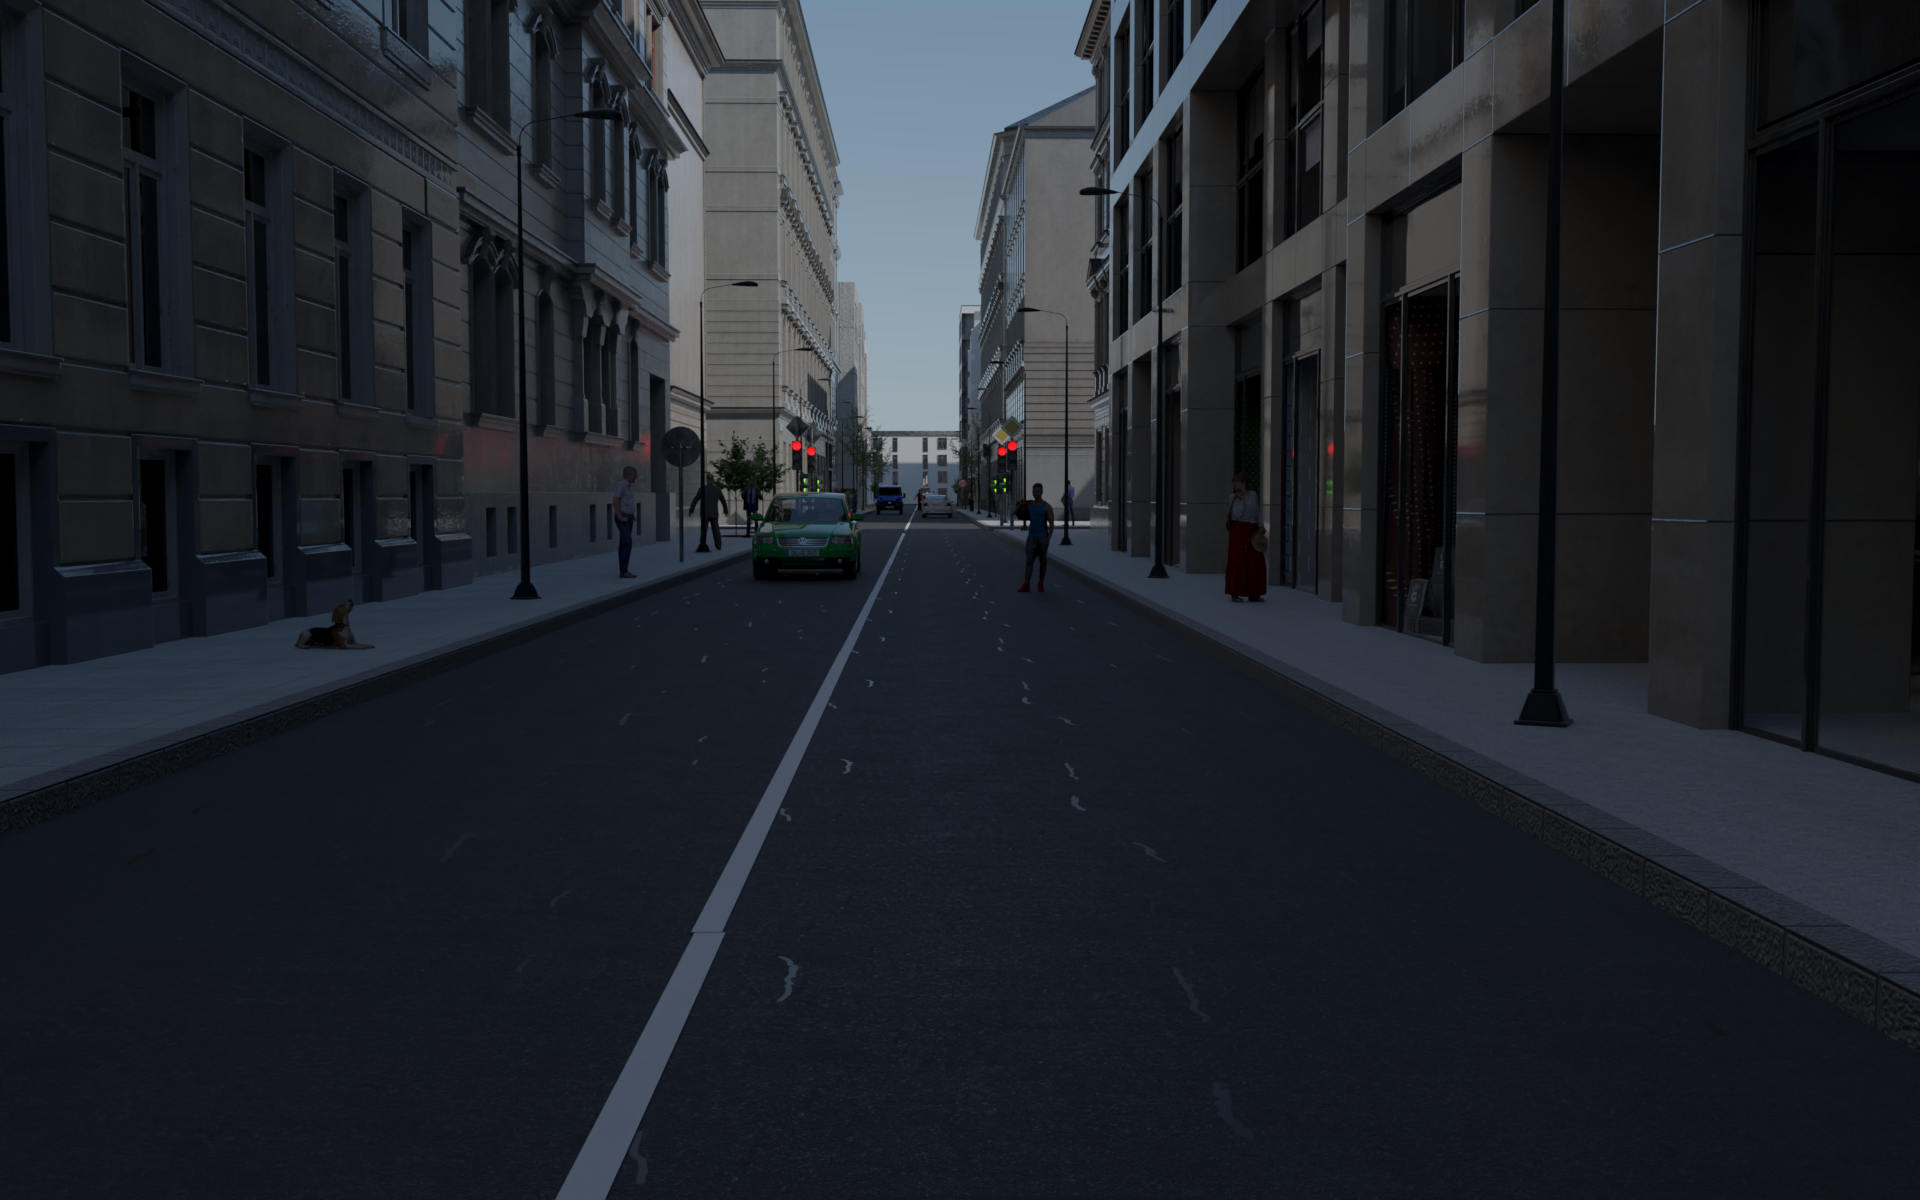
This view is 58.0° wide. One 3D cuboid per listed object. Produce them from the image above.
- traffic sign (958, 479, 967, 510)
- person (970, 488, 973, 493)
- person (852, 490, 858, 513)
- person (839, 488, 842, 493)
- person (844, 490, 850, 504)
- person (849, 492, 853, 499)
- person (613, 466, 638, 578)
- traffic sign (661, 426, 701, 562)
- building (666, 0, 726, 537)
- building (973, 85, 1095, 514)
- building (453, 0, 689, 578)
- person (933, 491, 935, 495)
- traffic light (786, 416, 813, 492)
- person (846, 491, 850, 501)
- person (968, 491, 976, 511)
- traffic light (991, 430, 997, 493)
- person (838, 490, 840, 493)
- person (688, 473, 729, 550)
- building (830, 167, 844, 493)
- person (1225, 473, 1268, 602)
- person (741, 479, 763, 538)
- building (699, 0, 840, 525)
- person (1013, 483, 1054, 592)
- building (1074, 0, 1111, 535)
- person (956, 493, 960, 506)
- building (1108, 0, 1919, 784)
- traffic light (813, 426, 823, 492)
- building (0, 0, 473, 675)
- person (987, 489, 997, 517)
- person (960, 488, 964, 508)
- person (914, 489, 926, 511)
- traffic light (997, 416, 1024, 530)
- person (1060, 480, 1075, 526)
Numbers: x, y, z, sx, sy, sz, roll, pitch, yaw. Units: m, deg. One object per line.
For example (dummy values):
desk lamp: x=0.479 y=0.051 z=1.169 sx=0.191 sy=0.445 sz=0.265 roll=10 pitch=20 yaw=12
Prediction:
traffic sign: x=0.205 y=-8.753 z=143.213 sx=0.768 sy=2.556 sz=0.104 roll=0 pitch=4 yaw=3
person: x=0.945 y=-8.612 z=146.875 sx=0.705 sy=1.821 sz=1.348 roll=1 pitch=4 yaw=11
person: x=-6.950 y=-6.474 z=114.107 sx=0.499 sy=1.552 sz=0.429 roll=-3 pitch=4 yaw=-37
person: x=-9.778 y=-8.192 z=140.532 sx=0.990 sy=1.755 sz=0.434 roll=3 pitch=4 yaw=36
person: x=-8.984 y=-7.960 z=137.648 sx=0.566 sy=1.644 sz=0.517 roll=-1 pitch=4 yaw=-18
person: x=-8.630 y=-7.987 z=139.815 sx=0.628 sy=1.438 sz=0.799 roll=0 pitch=4 yaw=1
person: x=-5.100 y=-1.204 z=26.669 sx=0.436 sy=1.711 sz=0.756 roll=1 pitch=4 yaw=15
traffic sign: x=-5.252 y=-1.987 z=32.602 sx=0.768 sy=2.556 sz=0.104 roll=0 pitch=4 yaw=5
building: x=-17.633 y=-11.641 z=54.957 sx=19.286 sy=19.102 sz=10.561 roll=0 pitch=4 yaw=-1
building: x=10.072 y=-21.133 z=121.940 sx=17.030 sy=29.872 sz=44.131 roll=0 pitch=4 yaw=-1
building: x=-13.860 y=-15.204 z=35.981 sx=14.401 sy=28.519 sz=23.554 roll=0 pitch=4 yaw=-1
person: x=-3.325 y=-12.936 z=219.993 sx=0.705 sy=1.826 sz=1.348 roll=-3 pitch=4 yaw=-36
traffic light: x=-5.732 y=-4.404 z=61.246 sx=0.839 sy=4.213 sz=0.868 roll=0 pitch=4 yaw=-1
person: x=-9.349 y=-8.223 z=142.695 sx=0.471 sy=1.553 sz=0.569 roll=3 pitch=5 yaw=41
person: x=0.938 y=-7.619 z=132.825 sx=0.614 sy=1.554 sz=0.590 roll=0 pitch=4 yaw=-3
traffic light: x=1.658 y=-4.903 z=69.405 sx=0.839 sy=4.213 sz=0.868 roll=0 pitch=4 yaw=-1
person: x=-8.069 y=-6.535 z=115.166 sx=0.482 sy=1.546 sz=0.388 roll=0 pitch=4 yaw=-4
person: x=-5.781 y=-2.028 z=39.760 sx=0.990 sy=1.755 sz=0.434 roll=-2 pitch=4 yaw=-25
building: x=-15.400 y=-20.688 z=124.157 sx=13.634 sy=28.700 sz=20.117 roll=0 pitch=4 yaw=-1
person: x=3.385 y=-0.735 z=20.533 sx=0.523 sy=1.526 sz=0.387 roll=-1 pitch=4 yaw=-14
person: x=-6.079 y=-2.668 z=50.481 sx=0.655 sy=1.722 sz=0.431 roll=1 pitch=4 yaw=12
building: x=-15.761 y=-19.287 z=91.765 sx=17.030 sy=29.872 sz=44.131 roll=0 pitch=4 yaw=-1
person: x=1.068 y=-0.929 z=25.554 sx=0.647 sy=1.594 sz=0.662 roll=1 pitch=4 yaw=15
building: x=9.365 y=-11.333 z=49.920 sx=10.561 sy=19.102 sz=19.286 roll=0 pitch=4 yaw=-1
person: x=-0.154 y=-10.954 z=185.948 sx=0.445 sy=1.727 sz=0.742 roll=-1 pitch=4 yaw=-17
building: x=13.350 y=-13.308 z=22.095 sx=19.350 sy=26.468 sz=34.151 roll=0 pitch=4 yaw=-1
traffic light: x=-5.901 y=-4.892 z=69.229 sx=0.839 sy=4.213 sz=0.868 roll=0 pitch=4 yaw=-1
building: x=-12.955 y=-13.950 z=13.980 sx=13.634 sy=28.700 sz=20.117 roll=0 pitch=4 yaw=-1
person: x=1.830 y=-5.494 z=97.335 sx=0.593 sy=1.643 sz=0.415 roll=-2 pitch=4 yaw=-25
person: x=0.176 y=-9.514 z=161.691 sx=0.705 sy=1.812 sz=1.348 roll=0 pitch=4 yaw=1
person: x=-3.386 y=-8.420 z=146.134 sx=1.348 sy=1.831 sz=0.705 roll=-3 pitch=5 yaw=-44
traffic light: x=1.827 y=-4.415 z=61.422 sx=0.839 sy=4.213 sz=0.868 roll=0 pitch=4 yaw=-1
person: x=4.284 y=-3.887 z=69.462 sx=0.599 sy=1.838 sz=0.709 roll=3 pitch=5 yaw=40
